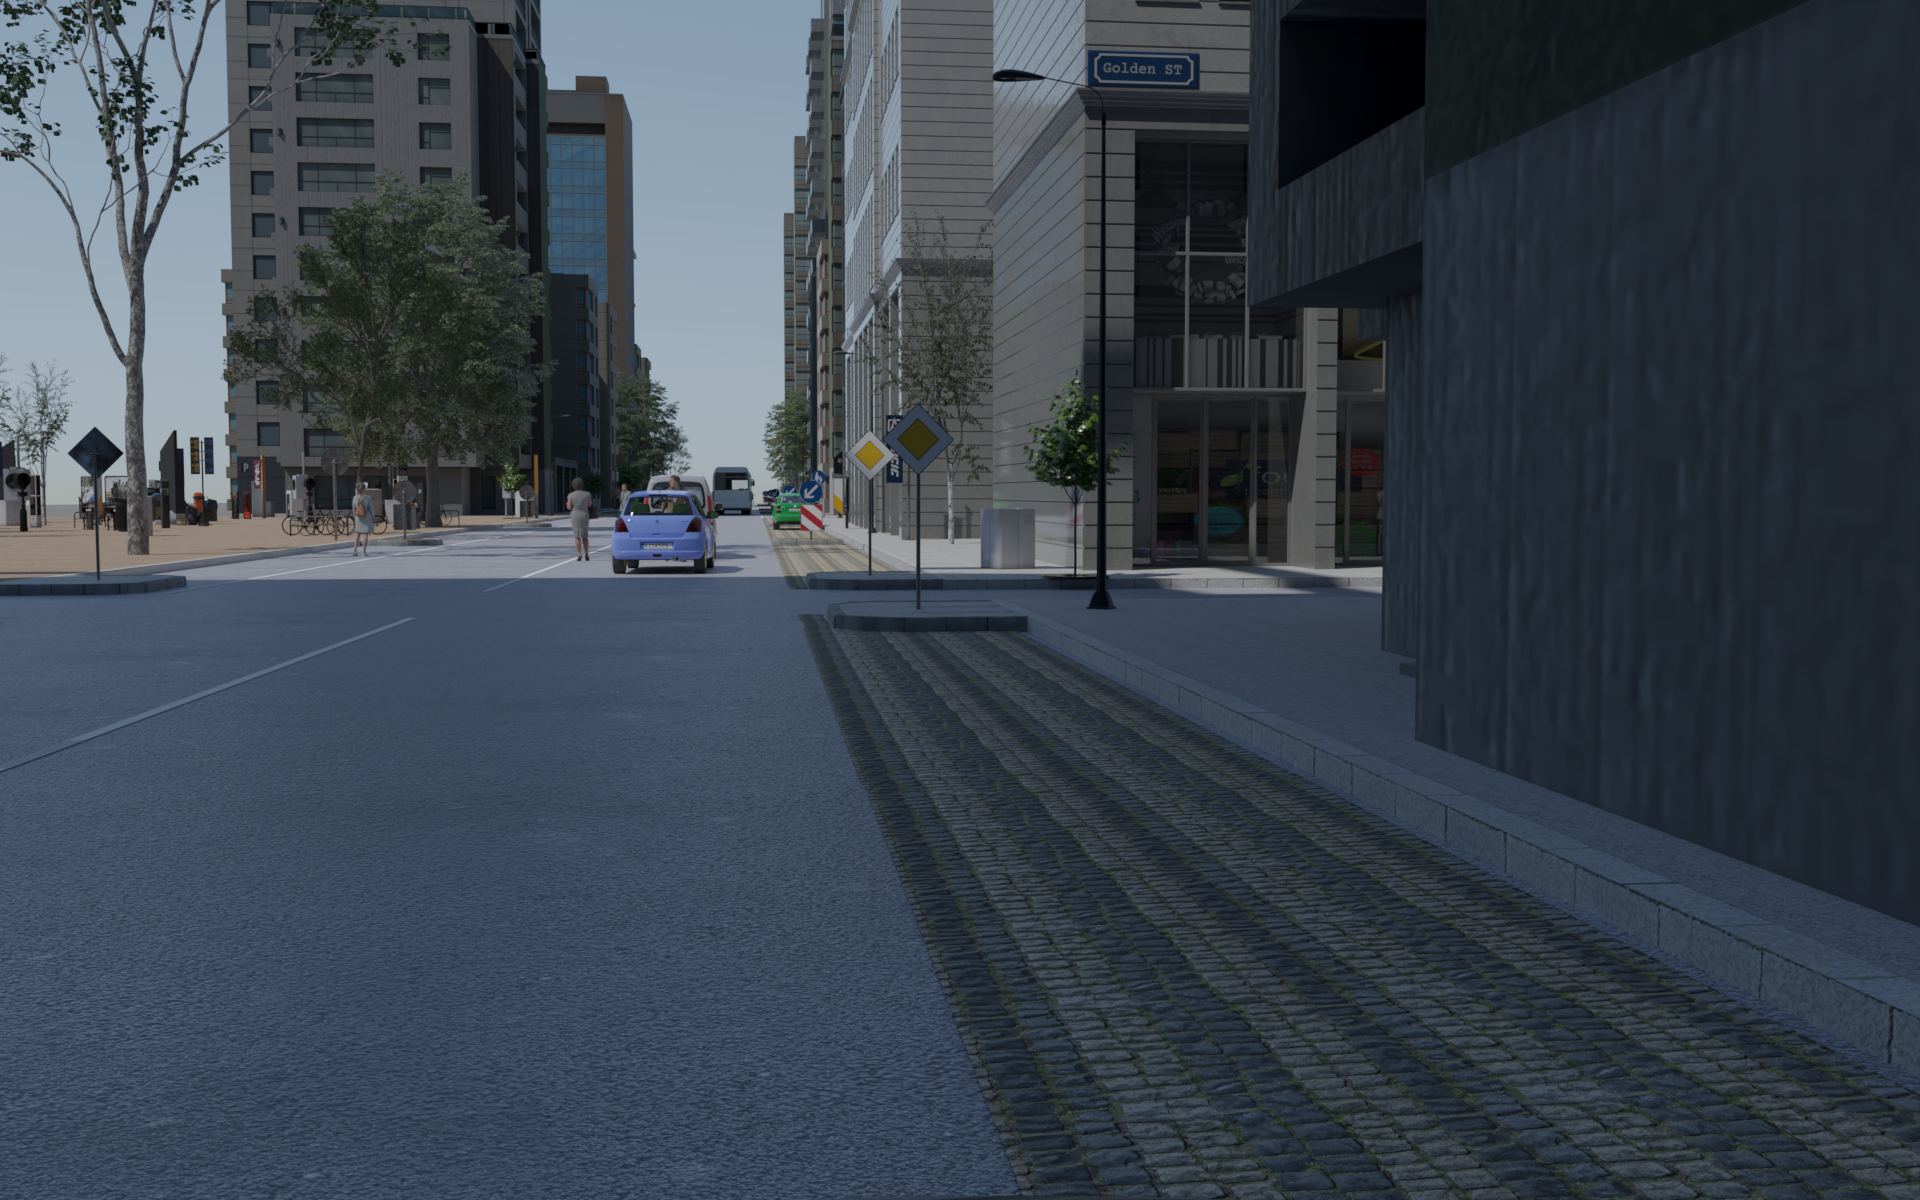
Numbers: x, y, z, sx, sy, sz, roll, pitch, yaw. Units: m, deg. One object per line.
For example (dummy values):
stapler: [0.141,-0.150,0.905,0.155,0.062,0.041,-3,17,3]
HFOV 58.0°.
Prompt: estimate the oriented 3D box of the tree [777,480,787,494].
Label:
tree: [-22.456,-13.762,219.614,1.663,3.219,1.824,0,3,0]

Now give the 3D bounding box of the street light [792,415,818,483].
street light: [-8.962,-7.914,101.936,1.470,5.913,1.316,0,4,-7]

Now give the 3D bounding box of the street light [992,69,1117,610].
street light: [1.046,-2.852,19.177,1.470,5.913,1.316,0,4,-7]

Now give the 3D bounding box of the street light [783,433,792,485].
street light: [-12.427,-9.707,131.257,1.470,5.913,1.316,0,4,-7]

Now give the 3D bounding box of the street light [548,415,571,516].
street light: [-23.532,-7.902,101.739,1.470,5.913,1.316,0,4,-7]

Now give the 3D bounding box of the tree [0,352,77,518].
tree: [-49.580,-8.730,93.093,4.360,8.622,3.978,0,3,0]

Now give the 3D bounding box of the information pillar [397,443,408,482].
information pillar: [-25.323,-5.338,78.632,0.183,3.616,0.504,3,5,42]

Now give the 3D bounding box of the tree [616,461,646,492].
tree: [-32.191,-11.272,168.004,4.285,4.588,4.351,0,3,0]

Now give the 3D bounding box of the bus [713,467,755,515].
bus: [-16.141,-7.863,123.423,2.948,3.499,13.247,0,4,-6]

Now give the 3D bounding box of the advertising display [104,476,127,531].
advertising display: [-29.455,-3.387,60.597,0.974,1.923,0.123,1,4,12]

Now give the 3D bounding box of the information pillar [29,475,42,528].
information pillar: [-35.438,-3.784,66.359,0.304,2.012,0.304,0,4,6]

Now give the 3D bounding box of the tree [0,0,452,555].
tree: [-17.514,-11.105,37.464,12.611,20.169,13.585,0,3,0]

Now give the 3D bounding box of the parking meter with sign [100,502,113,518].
parking meter with sign: [-45.389,-5.919,93.030,1.738,3.016,0.543,-3,4,-38]

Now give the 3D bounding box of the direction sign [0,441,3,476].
direction sign: [-41.174,-5.022,74.101,0.379,3.537,0.876,0,4,-2]

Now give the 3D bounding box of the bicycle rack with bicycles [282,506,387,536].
bicycle rack with bicycles: [-19.522,-2.449,53.426,2.925,0.926,2.852,0,4,3]

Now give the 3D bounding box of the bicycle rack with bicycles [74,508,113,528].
bicycle rack with bicycles: [-32.221,-3.229,66.168,2.852,0.926,2.925,1,4,11]

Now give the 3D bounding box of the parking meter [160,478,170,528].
parking meter: [-29.690,-3.607,64.691,0.255,1.863,0.399,-2,4,-35]

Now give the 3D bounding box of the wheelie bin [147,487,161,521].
wheelie bin: [-37.920,-4.491,81.330,0.980,1.594,0.693,0,3,0]

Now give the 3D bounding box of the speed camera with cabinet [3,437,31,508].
speed camera with cabinet: [-33.218,-3.996,59.664,2.038,3.252,0.660,0,4,-7]

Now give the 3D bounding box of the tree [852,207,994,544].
tree: [-0.368,-5.725,43.972,4.360,8.622,3.978,0,3,0]

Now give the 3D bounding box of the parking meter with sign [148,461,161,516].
parking meter with sign: [-42.332,-5.806,91.192,1.738,3.016,0.543,2,4,35]

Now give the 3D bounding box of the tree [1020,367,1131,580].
tree: [1.871,-1.942,26.350,1.663,3.219,1.824,0,3,0]

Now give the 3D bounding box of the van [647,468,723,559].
van: [-6.411,-1.988,39.522,2.013,2.044,4.112,-1,4,-9]

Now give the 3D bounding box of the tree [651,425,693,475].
tree: [-43.718,-20.370,258.810,9.928,11.665,9.643,0,3,0]

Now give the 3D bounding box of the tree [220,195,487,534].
tree: [-19.220,-7.370,54.906,8.767,10.594,7.601,-1,4,-11]

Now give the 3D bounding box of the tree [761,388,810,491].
tree: [-17.689,-16.353,185.504,7.486,12.596,7.792,0,3,0]

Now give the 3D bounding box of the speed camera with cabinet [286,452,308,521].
speed camera with cabinet: [-31.530,-5.383,82.341,0.660,3.252,2.038,-2,4,-33]

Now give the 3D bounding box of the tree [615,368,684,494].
tree: [-33.059,-16.434,175.353,9.857,13.997,8.962,0,3,0]

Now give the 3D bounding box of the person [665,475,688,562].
person: [-6.071,-1.734,36.768,0.656,1.842,0.836,-2,4,-30]

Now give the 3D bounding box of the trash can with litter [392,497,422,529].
trash can with litter: [-20.273,-3.184,63.441,1.055,1.170,0.624,0,4,2]

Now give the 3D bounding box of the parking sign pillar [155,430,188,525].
parking sign pillar: [-33.407,-5.198,73.459,1.447,3.967,1.447,3,5,40]

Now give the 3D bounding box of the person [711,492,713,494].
person: [-34.343,-14.158,240.518,0.617,1.759,0.750,2,4,35]

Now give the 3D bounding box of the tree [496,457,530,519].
tree: [-23.256,-5.831,89.937,1.663,3.219,1.824,0,3,0]

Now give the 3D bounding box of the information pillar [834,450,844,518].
information pillar: [-6.503,-6.203,92.776,0.504,3.616,0.183,0,4,6]

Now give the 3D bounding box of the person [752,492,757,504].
person: [-28.964,-14.227,241.825,1.217,1.735,0.721,1,4,10]

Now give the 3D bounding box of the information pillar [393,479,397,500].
information pillar: [-27.137,-4.831,83.486,0.304,2.012,0.304,-1,4,-10]

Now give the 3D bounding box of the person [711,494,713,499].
person: [-26.495,-10.607,185.163,0.421,1.427,0.697,0,4,-7]

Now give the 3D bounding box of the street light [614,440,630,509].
street light: [-28.873,-10.715,147.736,1.470,5.913,1.316,0,4,-7]

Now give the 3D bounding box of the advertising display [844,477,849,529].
advertising display: [-4.223,-3.630,64.557,0.123,1.923,0.974,0,4,-8]

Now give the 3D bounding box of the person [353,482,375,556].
person: [-13.761,-1.859,39.900,0.512,1.701,0.522,0,4,-7]

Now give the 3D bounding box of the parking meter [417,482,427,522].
parking meter: [-25.093,-4.590,80.756,0.399,1.863,0.255,2,4,24]

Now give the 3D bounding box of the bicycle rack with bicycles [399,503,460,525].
bicycle rack with bicycles: [-22.125,-3.539,71.252,2.852,0.926,2.925,2,4,26]

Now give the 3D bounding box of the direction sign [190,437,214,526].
direction sign: [-30.093,-4.699,68.820,0.876,3.537,0.379,-1,4,-8]

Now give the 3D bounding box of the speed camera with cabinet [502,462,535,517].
speed camera with cabinet: [-24.540,-6.232,96.237,2.038,3.252,0.660,3,4,36]

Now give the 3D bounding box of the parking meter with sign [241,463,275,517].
parking meter with sign: [-39.001,-6.122,96.358,1.738,3.016,0.543,1,4,12]

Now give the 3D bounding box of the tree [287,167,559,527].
tree: [-20.472,-9.782,66.583,9.857,13.997,8.962,0,3,0]

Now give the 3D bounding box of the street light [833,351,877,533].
street light: [-3.406,-5.129,56.396,1.470,5.913,1.316,0,4,-7]

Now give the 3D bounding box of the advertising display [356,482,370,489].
advertising display: [-31.328,-5.241,90.897,0.974,1.923,0.123,2,4,33]

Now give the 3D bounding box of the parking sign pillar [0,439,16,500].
parking sign pillar: [-47.318,-5.938,85.562,1.447,3.967,1.447,-1,4,-11]

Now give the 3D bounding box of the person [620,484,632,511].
person: [-12.564,-3.448,64.969,0.635,1.810,0.391,2,4,34]

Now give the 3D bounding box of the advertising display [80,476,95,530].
advertising display: [-31.128,-3.468,61.923,0.974,1.923,0.123,3,4,37]

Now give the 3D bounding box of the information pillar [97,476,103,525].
information pillar: [-35.778,-4.925,71.881,0.183,3.616,0.504,0,4,1]

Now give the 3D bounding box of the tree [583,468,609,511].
tree: [-27.649,-8.441,132.617,1.663,3.219,1.824,0,3,0]

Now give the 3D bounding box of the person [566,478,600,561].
person: [-8.084,-1.728,37.109,0.716,1.782,0.532,-2,4,-28]
